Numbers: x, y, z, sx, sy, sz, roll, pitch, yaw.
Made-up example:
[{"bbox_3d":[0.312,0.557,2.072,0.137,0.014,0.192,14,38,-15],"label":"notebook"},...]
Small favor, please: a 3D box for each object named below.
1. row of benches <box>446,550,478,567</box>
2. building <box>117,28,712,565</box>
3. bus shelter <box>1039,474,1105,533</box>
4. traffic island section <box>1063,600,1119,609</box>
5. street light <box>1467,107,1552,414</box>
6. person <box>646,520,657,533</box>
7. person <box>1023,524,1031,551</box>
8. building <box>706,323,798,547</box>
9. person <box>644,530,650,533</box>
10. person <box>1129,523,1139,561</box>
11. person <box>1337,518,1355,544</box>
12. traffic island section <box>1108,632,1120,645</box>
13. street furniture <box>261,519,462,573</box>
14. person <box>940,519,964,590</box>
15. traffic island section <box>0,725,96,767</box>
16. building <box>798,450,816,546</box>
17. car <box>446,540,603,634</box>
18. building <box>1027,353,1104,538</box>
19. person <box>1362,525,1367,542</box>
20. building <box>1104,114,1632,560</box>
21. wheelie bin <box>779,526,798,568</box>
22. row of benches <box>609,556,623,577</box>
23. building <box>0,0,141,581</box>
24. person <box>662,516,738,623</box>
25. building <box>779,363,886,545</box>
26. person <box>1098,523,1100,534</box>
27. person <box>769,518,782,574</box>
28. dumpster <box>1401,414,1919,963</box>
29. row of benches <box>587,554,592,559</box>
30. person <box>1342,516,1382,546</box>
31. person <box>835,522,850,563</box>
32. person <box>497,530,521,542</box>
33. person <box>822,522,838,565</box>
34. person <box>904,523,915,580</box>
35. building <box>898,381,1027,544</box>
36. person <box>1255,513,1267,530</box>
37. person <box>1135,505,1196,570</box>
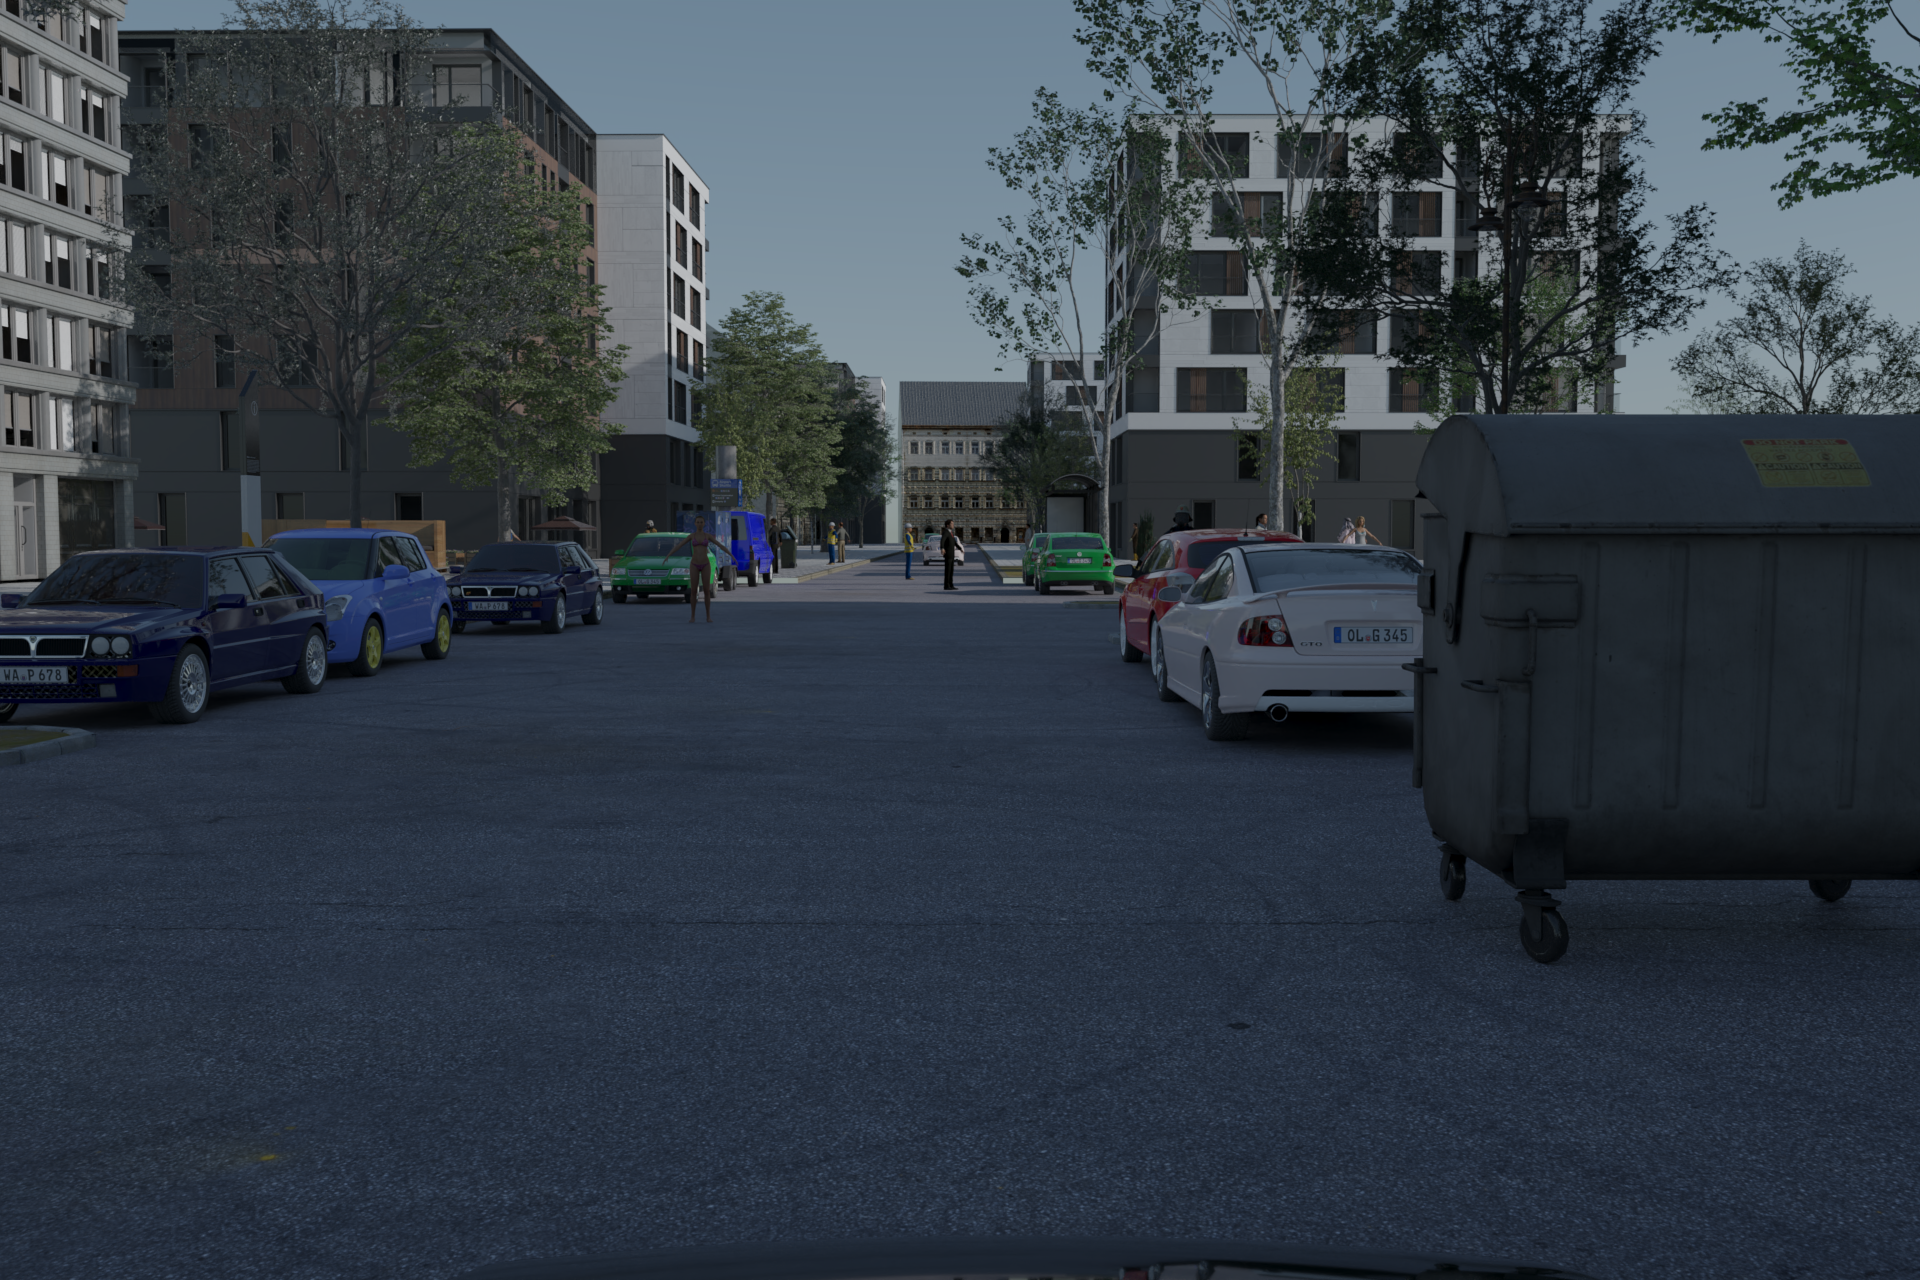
[{"bbox_3d":[-18.904,-3.214,68.014,4.104,0.672,1.422,1,4,22],"label":"row of benches"},{"bbox_3d":[-29.073,-14.856,86.873,27.936,21.610,32.646,0,4,1],"label":"building"},{"bbox_3d":[3.872,-4.085,60.711,2.014,3.302,5.546,0,4,0],"label":"bus shelter"},{"bbox_3d":[3.037,-0.687,34.097,1.991,0.108,1.994,0,3,0],"label":"traffic island section"},{"bbox_3d":[6.094,-2.849,19.377,0.468,5.910,1.993,0,3,0],"label":"street light"},{"bbox_3d":[-12.910,-4.056,72.082,0.705,1.858,1.354,-3,5,-44],"label":"person"},{"bbox_3d":[3.403,-4.962,87.311,0.705,1.806,1.347,0,4,-7],"label":"person"},{"bbox_3d":[-26.641,-21.022,174.631,19.493,23.208,18.063,0,4,1],"label":"building"},{"bbox_3d":[-11.515,-3.359,64.188,0.599,1.433,0.991,-2,4,-24],"label":"person"},{"bbox_3d":[8.348,-4.682,82.680,0.704,1.812,1.346,1,4,22],"label":"person"},{"bbox_3d":[10.991,-2.599,49.210,0.621,1.740,0.551,3,4,36],"label":"person"},{"bbox_3d":[2.992,-0.010,23.022,1.991,0.108,1.994,0,3,0],"label":"traffic island section"},{"bbox_3d":[-20.409,-3.032,56.421,11.010,1.723,9.812,-1,4,-9],"label":"street furniture"},{"bbox_3d":[-0.250,-2.182,44.326,0.705,1.806,1.347,2,4,23],"label":"person"},{"bbox_3d":[-6.823,0.713,11.206,1.991,0.108,1.994,0,4,1],"label":"traffic island section"},{"bbox_3d":[-26.466,-22.370,196.675,19.493,23.208,18.063,0,3,0],"label":"building"},{"bbox_3d":[-6.569,-0.828,26.110,1.945,1.354,3.894,0,4,1],"label":"car"},{"bbox_3d":[22.022,-22.460,211.191,27.936,21.610,32.646,0,4,1],"label":"building"},{"bbox_3d":[17.123,-4.141,73.832,0.704,1.817,1.347,0,4,4],"label":"person"},{"bbox_3d":[22.132,-15.714,100.893,27.936,21.610,32.646,0,3,0],"label":"building"},{"bbox_3d":[-6.428,-3.474,64.710,0.693,1.594,0.980,0,4,2],"label":"wheelie bin"},{"bbox_3d":[-10.153,-2.317,53.341,1.422,0.672,4.104,0,4,-1],"label":"row of benches"},{"bbox_3d":[-28.352,-11.976,42.486,8.464,21.280,15.925,0,4,1],"label":"building"},{"bbox_3d":[-4.212,-1.152,28.094,1.217,1.733,0.721,-1,4,-9],"label":"person"},{"bbox_3d":[-24.076,-23.158,222.613,27.936,21.610,32.646,0,4,0],"label":"building"},{"bbox_3d":[6.356,-4.374,77.444,0.705,1.837,1.347,1,4,19],"label":"person"},{"bbox_3d":[-6.080,-3.062,56.294,0.704,1.802,1.346,1,4,22],"label":"person"},{"bbox_3d":[2.644,0.120,6.252,1.865,1.857,1.264,0,4,0],"label":"dumpster"},{"bbox_3d":[-11.809,-2.322,53.423,1.422,0.672,4.104,0,4,-7],"label":"row of benches"},{"bbox_3d":[10.578,-2.389,45.671,1.214,1.753,0.721,-1,4,-13],"label":"person"},{"bbox_3d":[-5.317,-4.331,77.084,0.705,1.796,1.348,3,4,38],"label":"person"},{"bbox_3d":[-18.253,-3.923,69.996,0.705,1.847,1.347,2,4,28],"label":"person"},{"bbox_3d":[-5.425,-4.020,72.193,0.721,1.772,1.216,-2,4,-33],"label":"person"},{"bbox_3d":[-1.535,-2.782,54.400,0.721,1.772,1.216,0,4,-6],"label":"person"},{"bbox_3d":[0.400,-25.340,247.690,18.063,23.208,19.493,0,4,-4],"label":"building"},{"bbox_3d":[6.670,-1.894,37.794,0.721,1.735,1.217,3,4,39],"label":"person"},{"bbox_3d":[3.231,-1.039,25.221,1.354,1.856,0.705,1,4,16],"label":"person"}]
